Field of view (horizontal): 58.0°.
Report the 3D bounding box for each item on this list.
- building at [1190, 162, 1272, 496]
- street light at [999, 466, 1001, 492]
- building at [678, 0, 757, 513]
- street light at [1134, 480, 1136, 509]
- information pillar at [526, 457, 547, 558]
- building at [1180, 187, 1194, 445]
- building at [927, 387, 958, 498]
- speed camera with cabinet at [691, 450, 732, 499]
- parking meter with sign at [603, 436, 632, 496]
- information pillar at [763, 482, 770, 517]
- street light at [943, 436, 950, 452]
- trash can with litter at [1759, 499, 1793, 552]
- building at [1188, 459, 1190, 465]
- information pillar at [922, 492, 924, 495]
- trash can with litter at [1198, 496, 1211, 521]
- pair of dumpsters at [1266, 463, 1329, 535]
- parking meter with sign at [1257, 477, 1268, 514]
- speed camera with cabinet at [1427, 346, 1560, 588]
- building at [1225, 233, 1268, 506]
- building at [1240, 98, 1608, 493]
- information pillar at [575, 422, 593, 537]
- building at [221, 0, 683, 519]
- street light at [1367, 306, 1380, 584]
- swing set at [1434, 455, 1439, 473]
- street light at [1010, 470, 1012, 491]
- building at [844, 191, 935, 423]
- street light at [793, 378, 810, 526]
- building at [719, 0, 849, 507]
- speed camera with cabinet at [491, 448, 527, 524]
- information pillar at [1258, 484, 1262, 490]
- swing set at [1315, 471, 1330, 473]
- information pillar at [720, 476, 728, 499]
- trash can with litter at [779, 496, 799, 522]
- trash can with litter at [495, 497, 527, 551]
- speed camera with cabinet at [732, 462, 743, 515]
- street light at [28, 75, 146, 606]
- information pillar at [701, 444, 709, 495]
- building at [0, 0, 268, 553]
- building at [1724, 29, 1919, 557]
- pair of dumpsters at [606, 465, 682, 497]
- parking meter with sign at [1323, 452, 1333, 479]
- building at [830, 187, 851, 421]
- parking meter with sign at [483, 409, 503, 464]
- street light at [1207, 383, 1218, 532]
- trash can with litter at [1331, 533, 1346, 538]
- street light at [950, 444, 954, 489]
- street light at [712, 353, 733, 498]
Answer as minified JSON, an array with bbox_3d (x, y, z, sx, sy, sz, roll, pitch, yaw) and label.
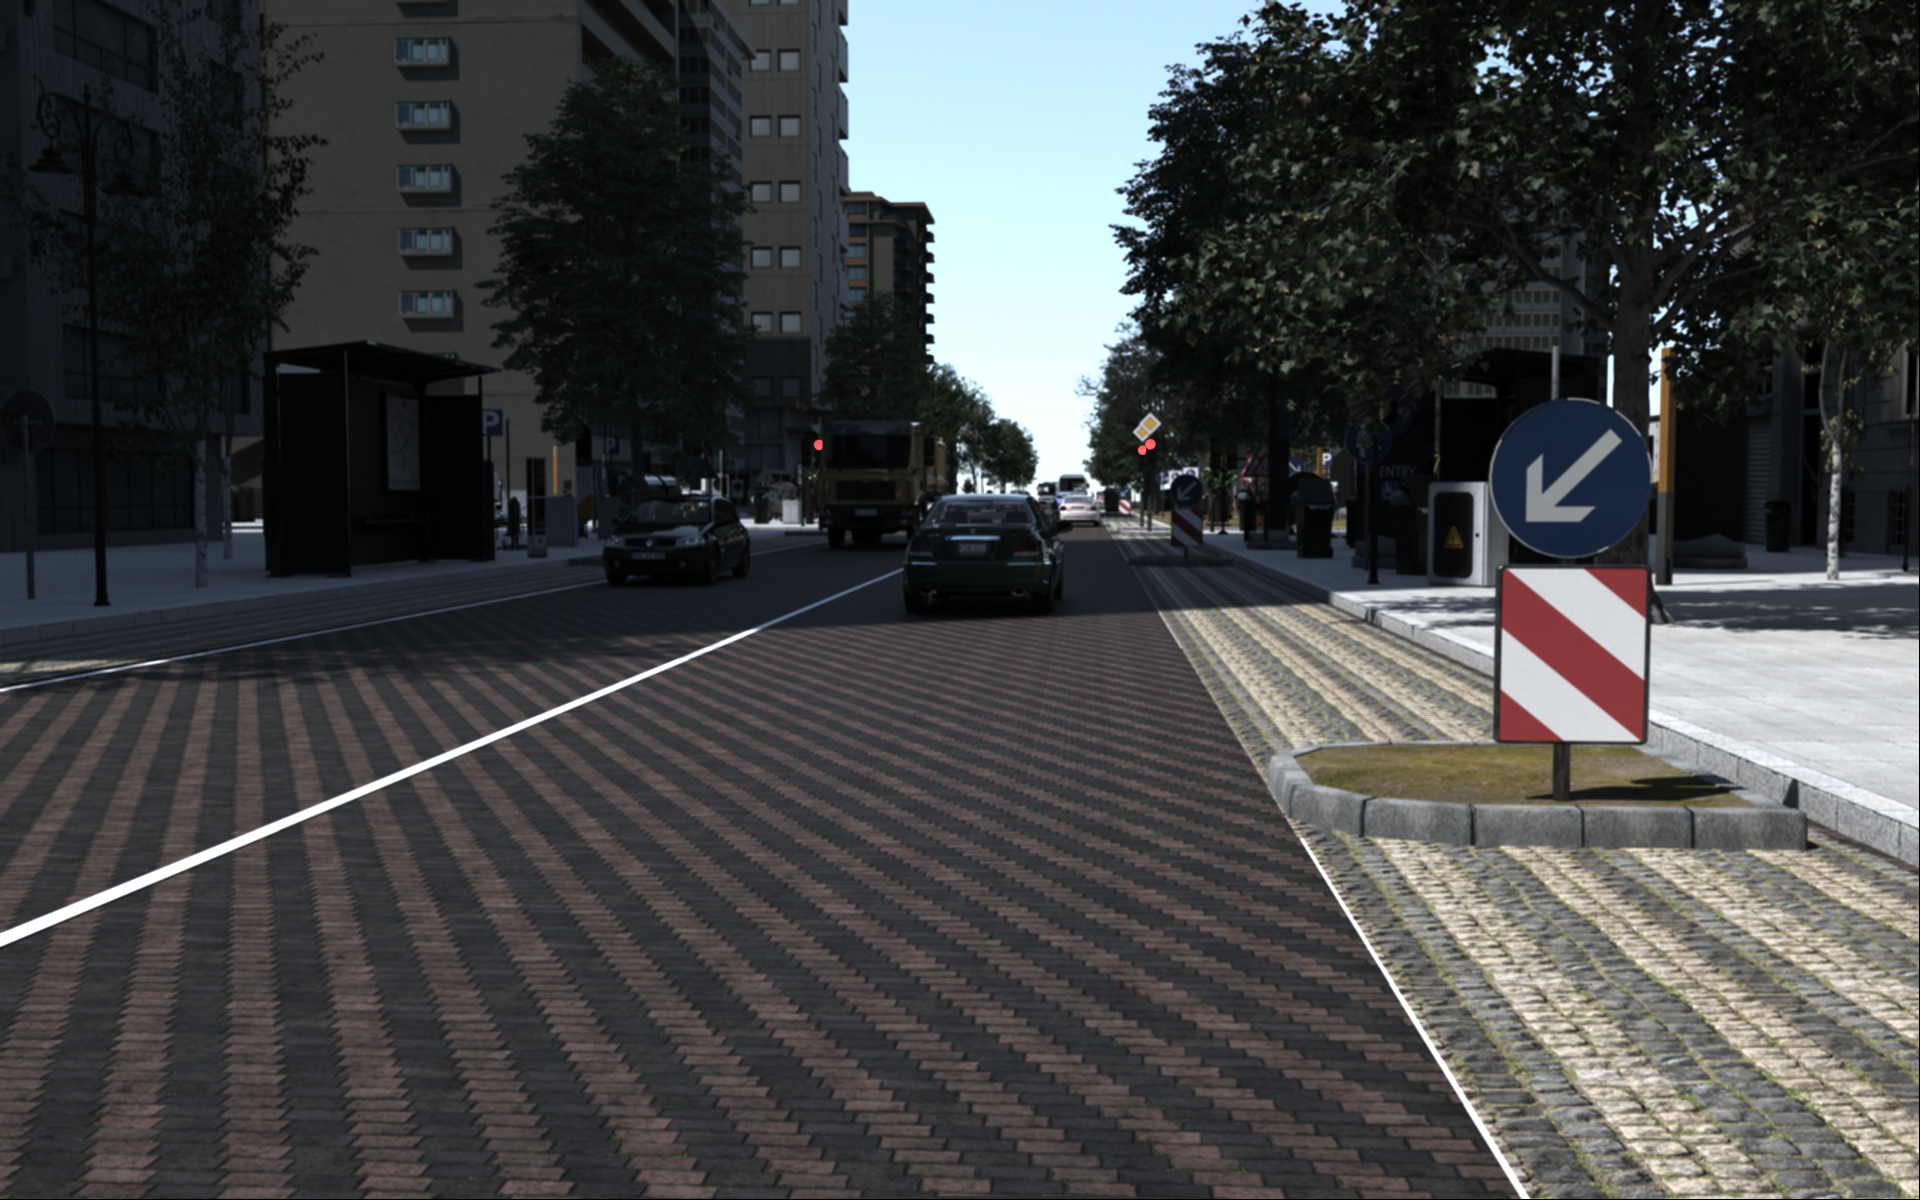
[{"bbox_3d":[44.219,-38.101,246.660,21.300,48.544,21.600,0,4,4],"label":"building"},{"bbox_3d":[5.314,-15.621,228.198,0.468,5.910,1.993,0,4,4],"label":"street light"},{"bbox_3d":[-28.943,-26.489,124.983,32.217,40.220,23.993,0,4,4],"label":"building"},{"bbox_3d":[15.184,-10.862,150.388,0.468,5.910,1.993,0,4,4],"label":"street light"},{"bbox_3d":[-8.545,-1.863,34.958,0.304,2.012,0.304,-3,4,-37],"label":"information pillar"},{"bbox_3d":[50.896,-42.565,285.169,28.713,52.752,27.495,0,4,4],"label":"building"},{"bbox_3d":[-15.134,-26.766,282.660,27.650,21.520,28.899,0,4,4],"label":"building"},{"bbox_3d":[-11.438,-5.106,77.813,2.038,3.252,0.660,0,4,6],"label":"speed camera with cabinet"},{"bbox_3d":[-10.102,-3.470,52.997,0.543,3.016,1.738,2,4,30],"label":"parking meter with sign"},{"bbox_3d":[-9.855,-5.117,88.160,0.304,2.012,0.304,1,4,11],"label":"information pillar"},{"bbox_3d":[-1.308,-10.096,137.853,0.468,5.910,1.993,0,4,4],"label":"street light"},{"bbox_3d":[18.157,-1.659,38.513,0.624,1.170,1.055,2,4,31],"label":"trash can with litter"},{"bbox_3d":[42.430,-37.596,264.801,14.600,45.320,14.200,0,4,4],"label":"building"},{"bbox_3d":[-2.655,-7.804,118.955,0.183,3.616,0.504,-3,5,-44],"label":"information pillar"},{"bbox_3d":[12.954,-5.062,93.819,1.678,1.210,2.233,-1,4,-20],"label":"trash can with litter"},{"bbox_3d":[10.864,-3.263,55.851,1.574,2.255,4.437,0,4,4],"label":"pair of dumpsters"},{"bbox_3d":[19.608,-6.971,110.231,1.738,3.016,0.543,-2,4,-26],"label":"parking meter with sign"},{"bbox_3d":[7.399,-1.794,23.670,0.660,3.252,2.038,-3,4,-38],"label":"speed camera with cabinet"},{"bbox_3d":[37.341,-26.120,198.757,14.160,30.474,14.107,0,4,4],"label":"building"},{"bbox_3d":[43.318,-28.830,163.258,32.217,40.220,23.993,0,4,4],"label":"building"},{"bbox_3d":[-11.228,-3.689,51.670,0.504,3.616,0.183,0,4,2],"label":"information pillar"},{"bbox_3d":[-28.169,-28.755,93.853,21.300,48.544,21.600,0,4,4],"label":"building"},{"bbox_3d":[5.917,-3.169,24.609,0.468,5.910,1.993,0,4,4],"label":"street light"},{"bbox_3d":[18.236,-4.350,68.737,3.119,2.851,2.862,-2,4,-34],"label":"swing set"},{"bbox_3d":[7.798,-17.746,262.926,0.468,5.910,1.993,0,4,4],"label":"street light"},{"bbox_3d":[-15.274,-36.601,253.056,22.147,44.769,28.867,0,4,4],"label":"building"},{"bbox_3d":[-6.282,-5.889,69.072,0.468,5.910,1.993,0,4,4],"label":"street light"},{"bbox_3d":[-24.897,-34.796,158.155,28.713,52.752,27.495,0,4,4],"label":"building"},{"bbox_3d":[-19.775,-4.942,75.136,2.038,3.252,0.660,-3,5,-40],"label":"speed camera with cabinet"},{"bbox_3d":[22.664,-7.755,131.281,0.304,2.012,0.304,-2,4,-30],"label":"information pillar"},{"bbox_3d":[24.904,-7.316,117.228,2.862,2.851,3.119,-2,4,-35],"label":"swing set"},{"bbox_3d":[-9.718,-4.092,71.403,0.304,2.012,0.304,-1,4,-12],"label":"information pillar"},{"bbox_3d":[-7.874,-4.180,79.733,1.055,1.170,0.624,2,4,32],"label":"trash can with litter"},{"bbox_3d":[-10.456,-1.769,39.986,1.678,1.210,2.233,0,4,-5],"label":"trash can with litter"},{"bbox_3d":[-14.499,-6.914,107.387,2.038,3.252,0.660,-1,4,-18],"label":"speed camera with cabinet"},{"bbox_3d":[-9.847,-2.869,19.698,0.468,5.910,1.993,0,4,4],"label":"street light"},{"bbox_3d":[-11.919,-5.475,80.871,0.183,3.616,0.504,-3,5,-45],"label":"information pillar"},{"bbox_3d":[-26.305,-16.635,43.681,14.107,30.474,14.160,0,4,4],"label":"building"},{"bbox_3d":[26.482,-12.090,30.963,16.112,22.955,30.059,0,4,4],"label":"building"},{"bbox_3d":[-10.304,-3.302,56.483,1.574,2.255,4.437,0,4,4],"label":"pair of dumpsters"},{"bbox_3d":[15.049,-4.627,71.912,0.543,3.016,1.738,1,4,22],"label":"parking meter with sign"},{"bbox_3d":[-25.415,-30.209,185.800,32.217,40.220,23.993,0,4,4],"label":"building"},{"bbox_3d":[-10.079,-2.452,36.358,0.543,3.016,1.738,-2,4,-29],"label":"parking meter with sign"},{"bbox_3d":[8.534,-5.238,58.436,0.468,5.910,1.993,0,4,4],"label":"street light"},{"bbox_3d":[11.371,-2.409,50.447,2.233,1.210,1.678,-1,4,-23],"label":"trash can with litter"},{"bbox_3d":[-0.684,-10.547,145.224,0.468,5.910,1.993,0,4,4],"label":"street light"},{"bbox_3d":[-7.345,-4.958,53.846,0.468,5.910,1.993,0,4,4],"label":"street light"}]
